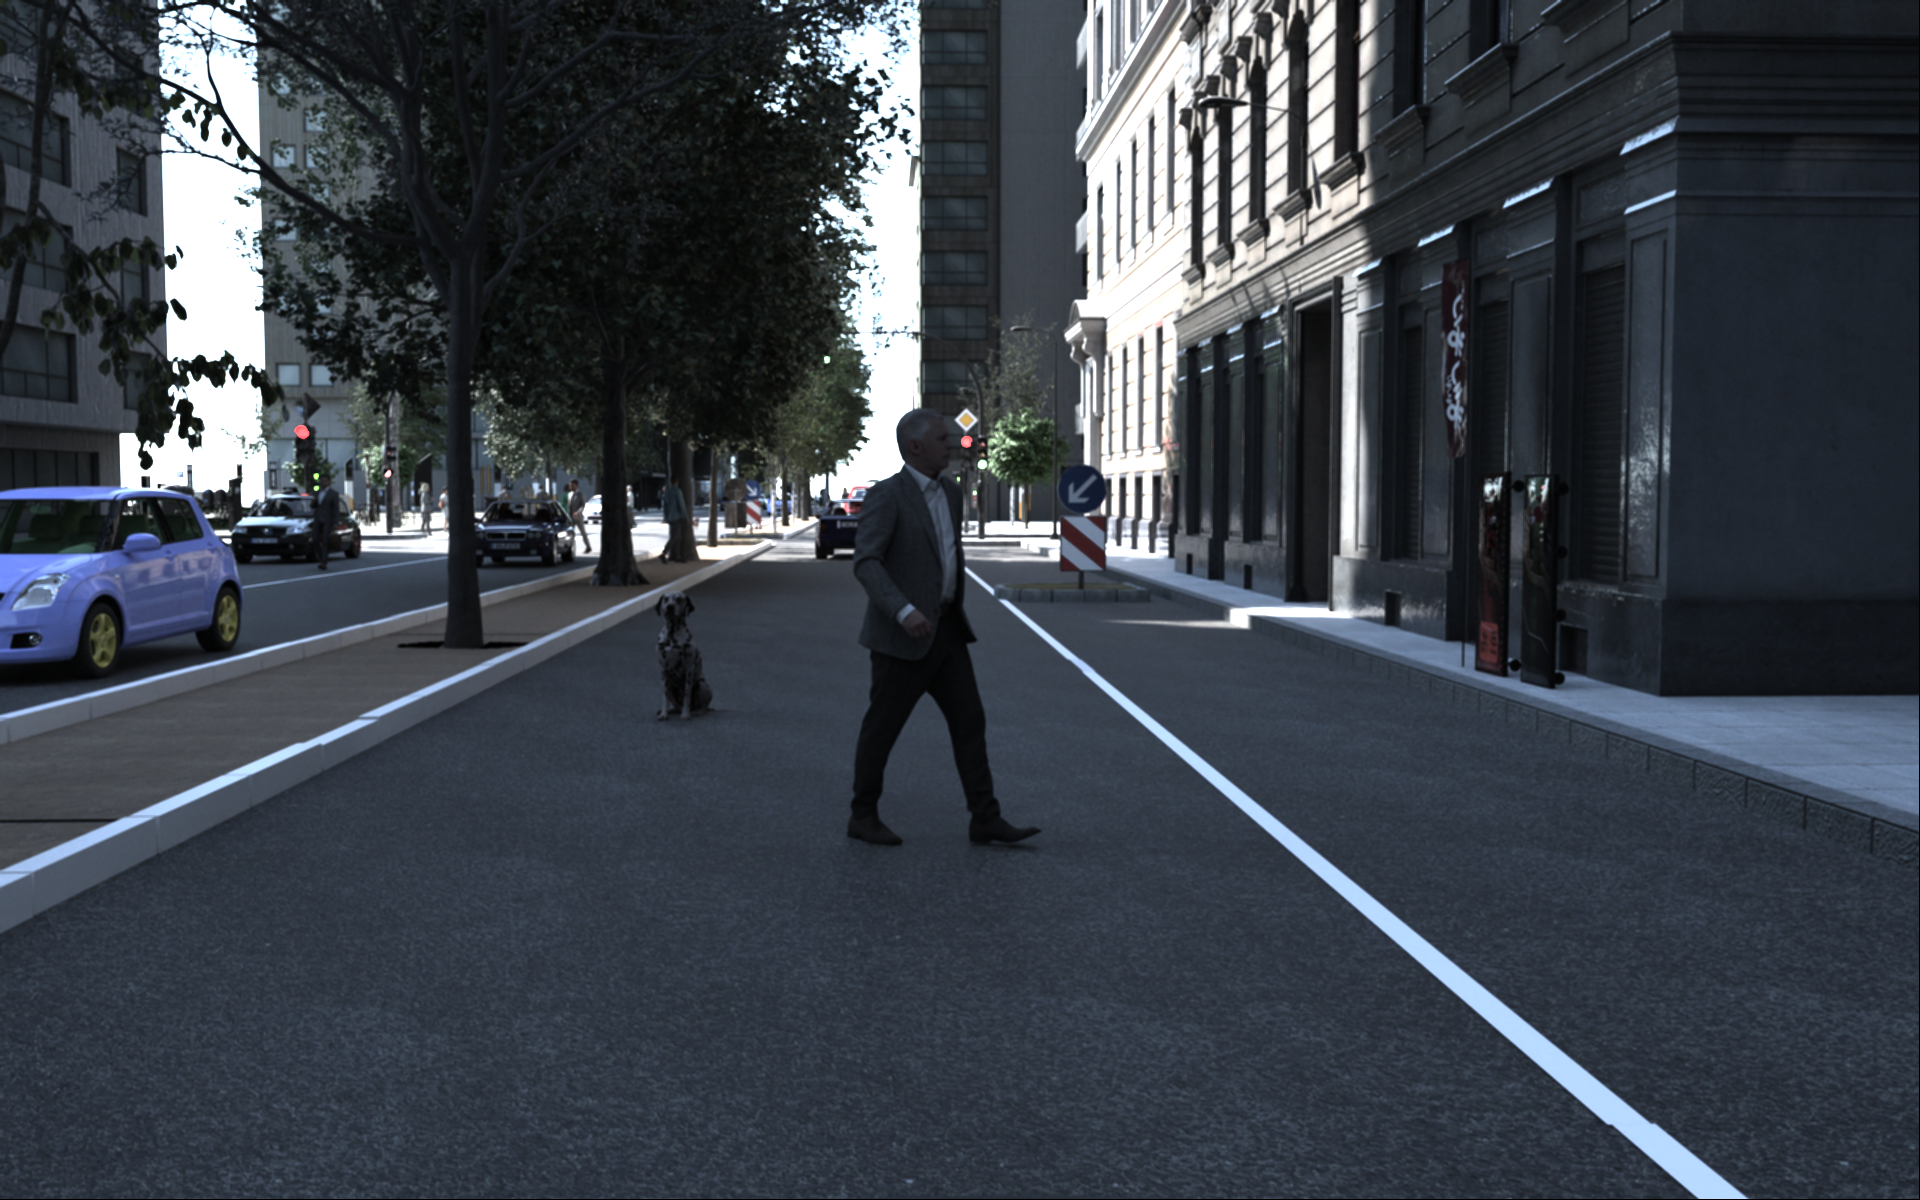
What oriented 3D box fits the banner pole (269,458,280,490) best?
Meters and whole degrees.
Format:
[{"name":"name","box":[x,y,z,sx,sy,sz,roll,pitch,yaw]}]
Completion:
[{"name":"banner pole","box":[-46.974,-7.884,118.923,0.863,3.779,0.401,-2,4,-24]}]

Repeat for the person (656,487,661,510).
[{"name":"person","box":[-24.673,-8.303,141.781,0.705,1.826,1.348,0,4,-4]}]

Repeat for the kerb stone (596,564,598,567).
[{"name":"kerb stone","box":[-6.515,-0.533,30.904,0.120,0.150,1.000,0,4,-3]}]

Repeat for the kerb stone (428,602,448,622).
[{"name":"kerb stone","box":[-5.973,0.160,19.626,0.120,0.150,1.000,0,4,-3]}]

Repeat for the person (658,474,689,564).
[{"name":"person","box":[-5.900,-1.656,35.437,0.748,1.841,0.638,-2,4,-34]}]

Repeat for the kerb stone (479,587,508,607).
[{"name":"kerb stone","box":[-6.122,-0.031,22.702,0.120,0.150,1.000,0,4,-3]}]

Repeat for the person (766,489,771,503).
[{"name":"person","box":[-14.110,-7.321,128.372,0.661,1.801,0.590,2,4,33]}]

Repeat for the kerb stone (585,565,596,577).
[{"name":"kerb stone","box":[-6.474,-0.469,29.878,0.120,0.150,1.000,0,4,-3]}]

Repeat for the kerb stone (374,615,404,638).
[{"name":"kerb stone","box":[-5.871,0.288,17.583,0.120,0.150,1.000,0,4,-3]}]

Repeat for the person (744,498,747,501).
[{"name":"person","box":[-20.823,-9.769,168.214,1.348,1.826,0.705,0,4,-1]}]

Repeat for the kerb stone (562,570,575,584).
[{"name":"kerb stone","box":[-6.370,-0.345,27.831,0.120,0.150,1.000,0,4,-3]}]

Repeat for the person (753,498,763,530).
[{"name":"person","box":[-7.983,-3.416,68.637,0.394,1.301,0.425,2,4,28]}]

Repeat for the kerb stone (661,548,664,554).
[{"name":"kerb stone","box":[-6.976,-1.097,40.125,0.120,0.150,1.000,0,4,-3]}]

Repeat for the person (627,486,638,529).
[{"name":"person","box":[-13.428,-3.776,70.718,0.515,1.767,0.782,-1,4,-9]}]

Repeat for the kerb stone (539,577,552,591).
[{"name":"kerb stone","box":[-6.273,-0.213,25.783,0.120,0.150,1.000,0,4,-3]}]

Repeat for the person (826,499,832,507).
[{"name":"person","box":[-6.276,-4.256,83.098,0.382,1.210,0.505,3,4,37]}]

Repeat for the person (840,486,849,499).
[{"name":"person","box":[-5.298,-4.384,80.354,0.537,1.800,0.526,1,4,10]}]

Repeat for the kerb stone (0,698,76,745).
[{"name":"kerb stone","box":[-5.529,0.721,10.428,0.120,0.150,1.000,0,4,-3]}]

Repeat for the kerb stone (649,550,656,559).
[{"name":"kerb stone","box":[-6.864,-0.971,38.071,0.120,0.150,1.000,0,4,-3]}]

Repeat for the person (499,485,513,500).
[{"name":"person","box":[-19.633,-4.059,74.824,0.622,1.834,0.822,-1,4,-11]}]

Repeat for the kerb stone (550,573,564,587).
[{"name":"kerb stone","box":[-6.323,-0.278,26.804,0.120,0.150,1.000,0,4,-3]}]

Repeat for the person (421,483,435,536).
[{"name":"person","box":[-17.966,-3.048,58.512,0.526,1.800,0.537,-1,4,-10]}]

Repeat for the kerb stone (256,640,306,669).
[{"name":"kerb stone","box":[-5.730,0.470,14.512,0.120,0.150,1.000,0,4,-3]}]

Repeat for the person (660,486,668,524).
[{"name":"person","box":[-14.136,-4.552,83.111,0.419,1.800,0.721,-1,4,-23]}]

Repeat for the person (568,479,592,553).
[{"name":"person","box":[-9.224,-2.013,41.693,0.678,1.792,0.850,2,4,34]}]

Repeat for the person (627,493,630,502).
[{"name":"person","box":[-8.657,-2.103,43.480,0.643,1.750,0.593,3,5,41]}]

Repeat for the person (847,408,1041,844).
[{"name":"person","box":[-0.097,0.114,7.031,0.834,1.777,0.661,2,4,29]}]

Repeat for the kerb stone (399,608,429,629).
[{"name":"kerb stone","box":[-5.927,0.220,18.603,0.120,0.150,1.000,0,4,-3]}]

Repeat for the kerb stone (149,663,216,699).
[{"name":"kerb stone","box":[-5.628,0.595,12.470,0.120,0.150,1.000,0,4,-3]}]

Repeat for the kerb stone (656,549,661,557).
[{"name":"kerb stone","box":[-6.921,-1.033,39.091,0.120,0.150,1.000,0,4,-3]}]

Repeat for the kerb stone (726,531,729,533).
[{"name":"kerb stone","box":[-7.792,-2.129,57.007,0.120,0.150,1.000,0,4,-3]}]

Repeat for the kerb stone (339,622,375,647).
[{"name":"kerb stone","box":[-5.829,0.345,16.561,0.120,0.150,1.000,0,4,-3]}]

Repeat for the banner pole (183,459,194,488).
[{"name":"banner pole","box":[-55.851,-8.270,125.235,0.863,3.779,0.401,-1,4,-21]}]

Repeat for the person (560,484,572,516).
[{"name":"person","box":[-14.279,-3.319,63.007,0.529,1.795,0.600,3,5,44]}]

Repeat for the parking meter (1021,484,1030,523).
[{"name":"parking meter","box":[2.871,-4.305,76.104,0.255,1.863,0.399,-1,4,-22]}]

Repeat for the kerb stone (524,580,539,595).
[{"name":"kerb stone","box":[-6.219,-0.150,24.755,0.120,0.150,1.000,0,4,-3]}]

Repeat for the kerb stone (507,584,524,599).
[{"name":"kerb stone","box":[-6.175,-0.094,23.725,0.120,0.150,1.000,0,4,-3]}]

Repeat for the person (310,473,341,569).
[{"name":"person","box":[-12.120,-1.505,33.070,0.622,1.834,0.822,0,4,-1]}]

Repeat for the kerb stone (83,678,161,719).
[{"name":"kerb stone","box":[-5.572,0.659,11.450,0.120,0.150,1.000,0,4,-3]}]

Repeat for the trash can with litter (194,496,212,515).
[{"name":"trash can with litter","box":[-46.906,-5.858,107.158,1.055,1.170,0.624,-2,4,-33]}]

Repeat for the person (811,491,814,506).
[{"name":"person","box":[-9.765,-6.310,112.667,0.522,1.701,0.512,-1,4,-23]}]

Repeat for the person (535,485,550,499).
[{"name":"person","box":[-17.532,-3.931,72.731,0.622,1.834,0.822,-2,4,-30]}]

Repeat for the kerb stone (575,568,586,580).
[{"name":"kerb stone","box":[-6.421,-0.407,28.857,0.120,0.150,1.000,0,4,-3]}]

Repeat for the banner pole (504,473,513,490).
[{"name":"banner pole","box":[-33.678,-8.495,128.906,0.863,3.779,0.401,-2,4,-35]}]

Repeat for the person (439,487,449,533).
[{"name":"person","box":[-18.617,-3.254,62.702,0.512,1.701,0.522,3,5,39]}]

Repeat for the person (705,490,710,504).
[{"name":"person","box":[-31.193,-12.748,215.027,0.990,1.755,0.434,0,4,-8]}]

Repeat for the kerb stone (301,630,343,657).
[{"name":"kerb stone","box":[-5.776,0.410,15.537,0.120,0.150,1.000,0,4,-3]}]

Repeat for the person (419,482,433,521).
[{"name":"person","box":[-25.657,-4.729,83.175,0.655,1.846,0.447,-2,4,-26]}]

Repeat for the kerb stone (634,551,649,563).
[{"name":"kerb stone","box":[-6.828,-0.903,37.049,0.120,0.150,1.000,0,4,-3]}]

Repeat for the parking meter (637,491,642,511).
[{"name":"parking meter","box":[-24.241,-7.491,130.883,0.372,1.533,0.369,0,3,0]}]

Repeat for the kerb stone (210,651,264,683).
[{"name":"kerb stone","box":[-5.681,0.536,13.491,0.120,0.150,1.000,0,4,-3]}]

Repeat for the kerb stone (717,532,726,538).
[{"name":"kerb stone","box":[-7.744,-2.062,55.967,0.120,0.150,1.000,0,4,-3]}]

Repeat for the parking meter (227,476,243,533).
[{"name":"parking meter","box":[-23.976,-3.154,57.282,0.255,1.863,0.399,2,4,32]}]
